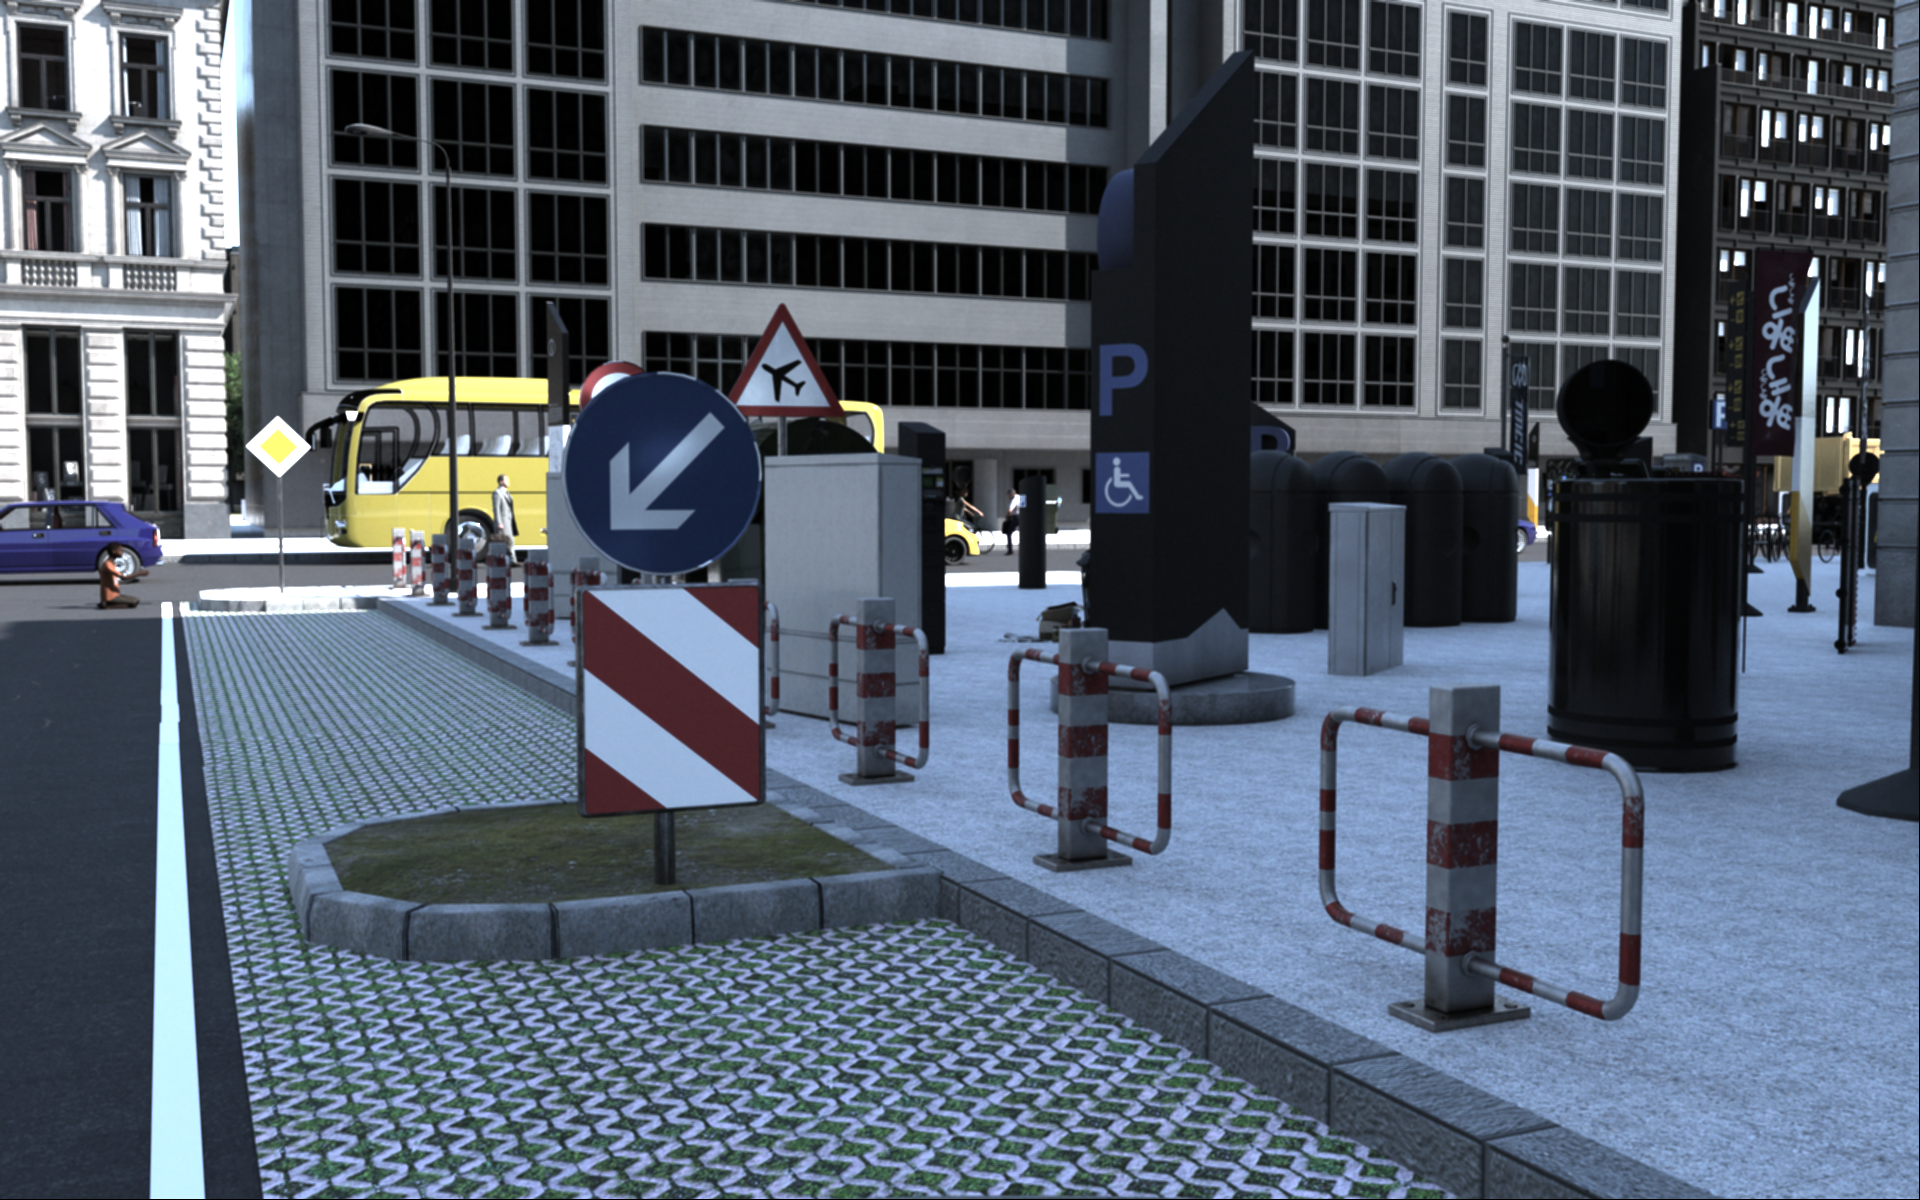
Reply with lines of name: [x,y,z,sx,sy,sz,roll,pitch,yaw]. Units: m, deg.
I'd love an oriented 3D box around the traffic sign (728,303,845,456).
traffic sign: [-1.223,-0.729,11.924,0.884,2.594,0.081,-1,4,-20]

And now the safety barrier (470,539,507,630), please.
safety barrier: [-4.386,-0.133,16.458,0.300,0.817,1.120,-2,4,-25]

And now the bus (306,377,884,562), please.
bus: [-7.750,-2.852,38.173,12.252,3.916,2.896,-2,4,-26]

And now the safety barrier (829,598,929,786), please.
safety barrier: [-0.374,0.401,7.725,0.300,0.817,1.120,-2,4,-25]

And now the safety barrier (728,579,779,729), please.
safety barrier: [-1.183,0.294,9.474,0.300,0.817,1.120,-2,4,-25]

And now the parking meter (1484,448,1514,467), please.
parking meter: [6.722,-0.975,21.653,0.255,1.863,0.399,0,4,-6]

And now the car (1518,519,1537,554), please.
car: [11.902,-1.778,41.658,3.894,1.354,1.945,-2,4,-24]

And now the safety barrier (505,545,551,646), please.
safety barrier: [-3.580,-0.026,14.703,0.300,0.817,1.120,-2,4,-25]

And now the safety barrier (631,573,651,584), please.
safety barrier: [-1.980,0.187,11.218,0.300,0.817,1.120,-2,4,-25]

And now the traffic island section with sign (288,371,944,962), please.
traffic island section with sign: [-1.364,0.144,6.278,1.989,1.847,2.006,-2,4,-25]

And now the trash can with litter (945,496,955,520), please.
trash can with litter: [-0.669,-2.634,54.118,2.233,1.210,1.678,0,4,2]

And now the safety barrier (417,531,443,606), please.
safety barrier: [-5.988,-0.347,19.942,0.300,0.817,1.120,-2,4,-25]

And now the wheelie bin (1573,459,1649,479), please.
wheelie bin: [5.953,-0.486,15.846,0.693,1.594,0.980,-3,5,-41]

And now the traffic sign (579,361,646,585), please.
traffic sign: [-3.273,-1.014,16.682,0.768,2.556,0.104,-1,4,-19]

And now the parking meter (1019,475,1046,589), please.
parking meter: [0.984,-0.925,23.527,0.372,1.533,0.369,0,3,0]

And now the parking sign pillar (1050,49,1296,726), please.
parking sign pillar: [1.259,-1.328,10.180,1.447,3.967,1.447,2,4,33]

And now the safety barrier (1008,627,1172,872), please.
safety barrier: [0.425,0.507,5.982,0.300,0.817,1.120,-2,4,-25]

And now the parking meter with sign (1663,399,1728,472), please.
parking meter with sign: [13.727,-2.237,32.830,0.543,3.016,1.738,-2,4,-25]

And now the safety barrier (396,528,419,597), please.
safety barrier: [-6.791,-0.453,21.683,0.300,0.817,1.120,-2,4,-25]

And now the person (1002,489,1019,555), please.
person: [1.280,-1.826,40.573,0.590,1.554,0.614,2,4,35]

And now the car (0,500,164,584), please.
car: [-14.905,-0.928,27.753,3.894,1.354,1.945,-2,4,-24]

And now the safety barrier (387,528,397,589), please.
safety barrier: [-7.589,-0.560,23.428,0.300,0.817,1.120,-2,4,-25]

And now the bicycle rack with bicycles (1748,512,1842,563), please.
bicycle rack with bicycles: [16.038,-1.200,33.004,2.852,0.926,2.925,3,5,45]

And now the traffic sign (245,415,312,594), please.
traffic sign: [-8.728,-1.137,22.227,0.795,2.450,0.064,-2,4,-25]

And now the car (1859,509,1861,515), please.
car: [25.925,-2.097,46.090,4.920,1.459,2.131,-2,4,-24]

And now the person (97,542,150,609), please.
person: [-10.561,-0.308,21.824,0.655,0.850,0.859,-1,4,-21]

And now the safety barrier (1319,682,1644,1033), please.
safety barrier: [1.227,0.614,4.233,0.300,0.817,1.120,-2,4,-25]

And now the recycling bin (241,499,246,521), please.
recycling bin: [-33.757,-4.286,82.633,0.722,1.027,0.722,2,4,24]

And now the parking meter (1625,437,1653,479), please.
parking meter: [6.821,-0.732,17.686,0.399,1.863,0.255,-1,4,-21]

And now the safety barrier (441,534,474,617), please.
safety barrier: [-5.185,-0.240,18.201,0.300,0.817,1.120,-2,4,-25]

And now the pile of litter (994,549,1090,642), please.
pile of litter: [1.187,-0.083,15.327,1.719,0.858,1.176,0,4,6]

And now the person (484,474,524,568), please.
person: [-8.840,-1.530,33.614,0.767,1.812,0.694,0,4,3]

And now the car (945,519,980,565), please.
car: [-1.541,-1.516,35.014,3.980,1.641,2.015,-2,4,-24]

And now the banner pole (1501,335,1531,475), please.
banner pole: [8.765,-2.291,27.483,0.863,3.779,0.401,-3,4,-36]

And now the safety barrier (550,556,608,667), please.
safety barrier: [-2.778,0.080,12.961,0.300,0.817,1.120,-2,4,-25]

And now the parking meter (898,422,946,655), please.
parking meter: [-0.304,-0.501,13.901,0.255,1.863,0.399,-2,4,-30]
